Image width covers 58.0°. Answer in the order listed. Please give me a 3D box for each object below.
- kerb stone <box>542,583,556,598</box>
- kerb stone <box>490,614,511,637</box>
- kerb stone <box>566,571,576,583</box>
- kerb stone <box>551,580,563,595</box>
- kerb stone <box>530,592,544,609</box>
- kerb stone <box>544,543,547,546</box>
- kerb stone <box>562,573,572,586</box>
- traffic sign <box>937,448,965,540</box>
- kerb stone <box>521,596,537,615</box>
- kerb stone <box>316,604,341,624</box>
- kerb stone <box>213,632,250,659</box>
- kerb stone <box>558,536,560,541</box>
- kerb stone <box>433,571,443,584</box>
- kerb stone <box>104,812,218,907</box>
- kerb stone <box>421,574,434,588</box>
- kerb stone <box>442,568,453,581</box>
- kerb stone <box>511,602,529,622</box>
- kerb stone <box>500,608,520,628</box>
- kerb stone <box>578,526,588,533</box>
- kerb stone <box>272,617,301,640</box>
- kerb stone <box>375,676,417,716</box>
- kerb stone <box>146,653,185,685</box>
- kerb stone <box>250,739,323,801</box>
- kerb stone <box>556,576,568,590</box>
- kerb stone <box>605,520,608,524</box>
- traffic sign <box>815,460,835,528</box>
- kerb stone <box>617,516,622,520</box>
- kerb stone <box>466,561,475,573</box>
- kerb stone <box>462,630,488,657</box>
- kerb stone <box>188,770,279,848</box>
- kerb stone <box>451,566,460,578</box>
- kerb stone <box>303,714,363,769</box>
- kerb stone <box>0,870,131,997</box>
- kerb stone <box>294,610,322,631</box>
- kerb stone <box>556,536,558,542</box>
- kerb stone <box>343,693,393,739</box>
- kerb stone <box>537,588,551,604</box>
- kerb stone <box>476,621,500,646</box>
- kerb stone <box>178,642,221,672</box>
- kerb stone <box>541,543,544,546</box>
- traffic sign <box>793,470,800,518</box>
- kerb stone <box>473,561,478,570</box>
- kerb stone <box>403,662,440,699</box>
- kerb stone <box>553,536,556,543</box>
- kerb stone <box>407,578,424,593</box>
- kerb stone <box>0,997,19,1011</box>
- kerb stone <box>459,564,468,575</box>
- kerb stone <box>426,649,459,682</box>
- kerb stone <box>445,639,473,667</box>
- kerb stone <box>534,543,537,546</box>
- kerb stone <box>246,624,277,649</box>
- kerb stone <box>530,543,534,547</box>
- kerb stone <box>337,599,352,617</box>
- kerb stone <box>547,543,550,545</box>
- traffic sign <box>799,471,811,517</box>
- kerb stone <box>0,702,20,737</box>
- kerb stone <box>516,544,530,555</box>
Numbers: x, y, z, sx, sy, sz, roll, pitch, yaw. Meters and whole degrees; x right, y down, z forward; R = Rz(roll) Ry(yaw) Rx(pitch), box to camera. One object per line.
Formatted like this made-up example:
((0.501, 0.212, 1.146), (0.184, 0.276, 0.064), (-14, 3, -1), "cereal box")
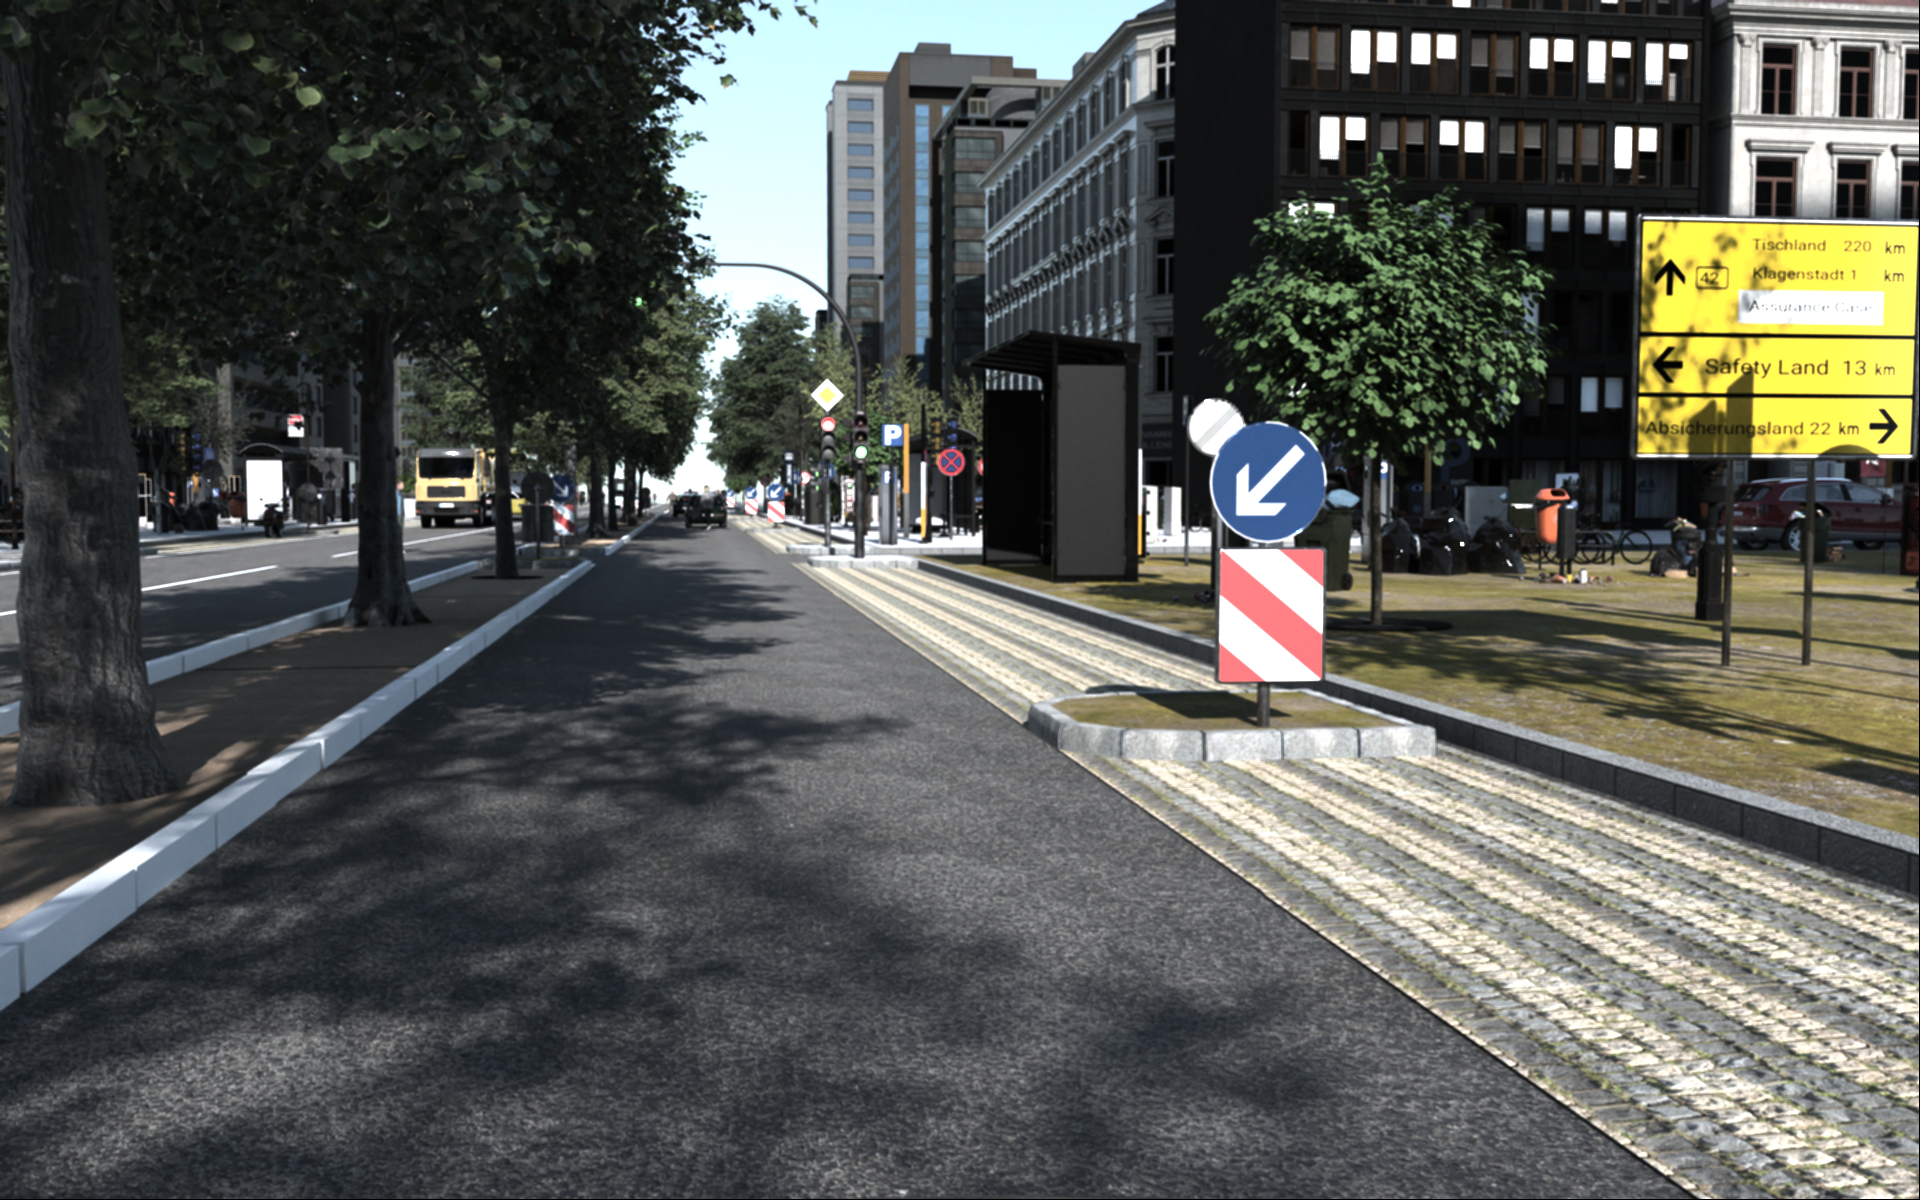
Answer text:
((-5.662, -0.093, 23.713), (0.120, 0.150, 1.000), (-1, 4, -9), "kerb stone")
((-4.713, 0.279, 17.635), (0.120, 0.150, 1.000), (-1, 4, -9), "kerb stone")
((-6.287, -0.332, 27.756), (0.120, 0.150, 1.000), (-1, 4, -9), "kerb stone")
((-5.806, -0.155, 24.725), (0.120, 0.150, 1.000), (-1, 4, -9), "kerb stone")
((-5.339, 0.031, 21.687), (0.120, 0.150, 1.000), (-1, 4, -9), "kerb stone")
((-11.423, -1.528, 47.180), (0.120, 0.150, 1.000), (-1, 4, -9), "kerb stone")
((-6.126, -0.278, 26.746), (0.120, 0.150, 1.000), (-1, 4, -9), "kerb stone")
((-0.244, -2.937, 48.127), (0.768, 2.556, 0.104), (0, 4, -2), "traffic sign")
((-5.181, 0.093, 20.675), (0.120, 0.150, 1.000), (-1, 4, -9), "kerb stone")
((-7.105, 0.175, 19.333), (0.120, 0.150, 1.000), (-1, 4, -9), "kerb stone")
((-6.479, 0.424, 15.285), (0.120, 0.150, 1.000), (-1, 4, -9), "kerb stone")
((-12.210, -1.833, 52.246), (0.120, 0.150, 1.000), (-1, 4, -9), "kerb stone")
((-8.360, -0.320, 27.434), (0.120, 0.150, 1.000), (-1, 4, -9), "kerb stone")
((-2.980, 0.968, 6.470), (0.120, 0.150, 1.000), (-1, 4, -9), "kerb stone")
((-8.196, -0.258, 26.419), (0.120, 0.150, 1.000), (-1, 4, -9), "kerb stone")
((-8.508, -0.381, 28.446), (0.120, 0.150, 1.000), (-1, 4, -9), "kerb stone")
((-5.028, 0.159, 19.662), (0.120, 0.150, 1.000), (-1, 4, -9), "kerb stone")
((-4.881, 0.217, 18.647), (0.120, 0.150, 1.000), (-1, 4, -9), "kerb stone")
((-14.257, -2.644, 65.430), (0.120, 0.150, 1.000), (-1, 4, -9), "kerb stone")
((-6.787, 0.302, 17.314), (0.120, 0.150, 1.000), (-1, 4, -9), "kerb stone")
((-3.772, 0.654, 11.533), (0.120, 0.150, 1.000), (-1, 4, -9), "kerb stone")
((-6.160, 0.547, 13.252), (0.120, 0.150, 1.000), (-1, 4, -9), "kerb stone")
((-3.303, 0.838, 8.490), (0.120, 0.150, 1.000), (-1, 4, -9), "kerb stone")
((-5.968, -0.217, 25.736), (0.120, 0.150, 1.000), (-1, 4, -9), "kerb stone")
((-17.560, -3.945, 86.699), (0.120, 0.150, 1.000), (-1, 4, -9), "kerb stone")
((-5.104, -4.001, 65.514), (0.768, 2.556, 0.104), (0, 4, -6), "traffic sign")
((-19.758, -4.812, 100.889), (0.120, 0.150, 1.000), (-1, 4, -9), "kerb stone")
((-8.987, -0.568, 31.486), (0.120, 0.150, 1.000), (-1, 4, -9), "kerb stone")
((-4.400, 0.406, 15.601), (0.120, 0.150, 1.000), (-1, 4, -9), "kerb stone")
((-3.136, 0.903, 7.481), (0.120, 0.150, 1.000), (-1, 4, -9), "kerb stone")
((-8.670, -0.441, 29.459), (0.120, 0.150, 1.000), (-1, 4, -9), "kerb stone")
((-3.449, 0.776, 9.507), (0.120, 0.150, 1.000), (-1, 4, -9), "kerb stone")
((-2.818, 1.027, 5.455), (0.120, 0.150, 1.000), (-1, 4, -9), "kerb stone")
((-6.947, 0.237, 18.323), (0.120, 0.150, 1.000), (-1, 4, -9), "kerb stone")
((-12.053, -1.776, 51.233), (0.120, 0.150, 1.000), (-1, 4, -9), "kerb stone")
((-3.608, 0.716, 10.524), (0.120, 0.150, 1.000), (-1, 4, -9), "kerb stone")
((-5.500, -0.024, 22.699), (0.120, 0.150, 1.000), (-1, 4, -9), "kerb stone")
((-4.552, 0.341, 16.621), (0.120, 0.150, 1.000), (-1, 4, -9), "kerb stone")
((-6.309, 0.485, 14.271), (0.120, 0.150, 1.000), (-1, 4, -9), "kerb stone")
((-11.267, -1.466, 46.168), (0.120, 0.150, 1.000), (-1, 4, -9), "kerb stone")
((-8.790, -5.611, 91.840), (0.768, 2.556, 0.104), (0, 4, -8), "traffic sign")
((-9.150, -0.630, 32.503), (0.120, 0.150, 1.000), (-1, 4, -9), "kerb stone")
((-3.925, 0.590, 12.551), (0.120, 0.150, 1.000), (-1, 4, -9), "kerb stone")
((-11.890, -1.709, 50.213), (0.120, 0.150, 1.000), (-1, 4, -9), "kerb stone")
((-8.044, -0.191, 25.409), (0.120, 0.150, 1.000), (-1, 4, -9), "kerb stone")
((-2.663, 1.088, 4.432), (0.120, 0.150, 1.000), (-1, 4, -9), "kerb stone")
((-8.831, -0.506, 30.471), (0.120, 0.150, 1.000), (-1, 4, -9), "kerb stone")
((-4.076, 0.528, 13.567), (0.120, 0.150, 1.000), (-1, 4, -9), "kerb stone")
((-4.244, 0.466, 14.581), (0.120, 0.150, 1.000), (-1, 4, -9), "kerb stone")
((-10.947, -1.340, 44.147), (0.120, 0.150, 1.000), (-1, 4, -9), "kerb stone")
((-6.633, 0.363, 16.303), (0.120, 0.150, 1.000), (-1, 4, -9), "kerb stone")
((-10.790, -1.281, 43.132), (0.120, 0.150, 1.000), (-1, 4, -9), "kerb stone")
((-7.252, 0.115, 20.345), (0.120, 0.150, 1.000), (-1, 4, -9), "kerb stone")
((-11.583, -1.588, 48.189), (0.120, 0.150, 1.000), (-1, 4, -9), "kerb stone")
((-8.628, -5.878, 96.206), (0.768, 2.556, 0.104), (0, 4, -2), "traffic sign")
((-5.688, 0.733, 10.218), (0.120, 0.150, 1.000), (-1, 4, -9), "kerb stone")
((-10.635, -1.217, 42.122), (0.120, 0.150, 1.000), (-1, 4, -9), "kerb stone")
